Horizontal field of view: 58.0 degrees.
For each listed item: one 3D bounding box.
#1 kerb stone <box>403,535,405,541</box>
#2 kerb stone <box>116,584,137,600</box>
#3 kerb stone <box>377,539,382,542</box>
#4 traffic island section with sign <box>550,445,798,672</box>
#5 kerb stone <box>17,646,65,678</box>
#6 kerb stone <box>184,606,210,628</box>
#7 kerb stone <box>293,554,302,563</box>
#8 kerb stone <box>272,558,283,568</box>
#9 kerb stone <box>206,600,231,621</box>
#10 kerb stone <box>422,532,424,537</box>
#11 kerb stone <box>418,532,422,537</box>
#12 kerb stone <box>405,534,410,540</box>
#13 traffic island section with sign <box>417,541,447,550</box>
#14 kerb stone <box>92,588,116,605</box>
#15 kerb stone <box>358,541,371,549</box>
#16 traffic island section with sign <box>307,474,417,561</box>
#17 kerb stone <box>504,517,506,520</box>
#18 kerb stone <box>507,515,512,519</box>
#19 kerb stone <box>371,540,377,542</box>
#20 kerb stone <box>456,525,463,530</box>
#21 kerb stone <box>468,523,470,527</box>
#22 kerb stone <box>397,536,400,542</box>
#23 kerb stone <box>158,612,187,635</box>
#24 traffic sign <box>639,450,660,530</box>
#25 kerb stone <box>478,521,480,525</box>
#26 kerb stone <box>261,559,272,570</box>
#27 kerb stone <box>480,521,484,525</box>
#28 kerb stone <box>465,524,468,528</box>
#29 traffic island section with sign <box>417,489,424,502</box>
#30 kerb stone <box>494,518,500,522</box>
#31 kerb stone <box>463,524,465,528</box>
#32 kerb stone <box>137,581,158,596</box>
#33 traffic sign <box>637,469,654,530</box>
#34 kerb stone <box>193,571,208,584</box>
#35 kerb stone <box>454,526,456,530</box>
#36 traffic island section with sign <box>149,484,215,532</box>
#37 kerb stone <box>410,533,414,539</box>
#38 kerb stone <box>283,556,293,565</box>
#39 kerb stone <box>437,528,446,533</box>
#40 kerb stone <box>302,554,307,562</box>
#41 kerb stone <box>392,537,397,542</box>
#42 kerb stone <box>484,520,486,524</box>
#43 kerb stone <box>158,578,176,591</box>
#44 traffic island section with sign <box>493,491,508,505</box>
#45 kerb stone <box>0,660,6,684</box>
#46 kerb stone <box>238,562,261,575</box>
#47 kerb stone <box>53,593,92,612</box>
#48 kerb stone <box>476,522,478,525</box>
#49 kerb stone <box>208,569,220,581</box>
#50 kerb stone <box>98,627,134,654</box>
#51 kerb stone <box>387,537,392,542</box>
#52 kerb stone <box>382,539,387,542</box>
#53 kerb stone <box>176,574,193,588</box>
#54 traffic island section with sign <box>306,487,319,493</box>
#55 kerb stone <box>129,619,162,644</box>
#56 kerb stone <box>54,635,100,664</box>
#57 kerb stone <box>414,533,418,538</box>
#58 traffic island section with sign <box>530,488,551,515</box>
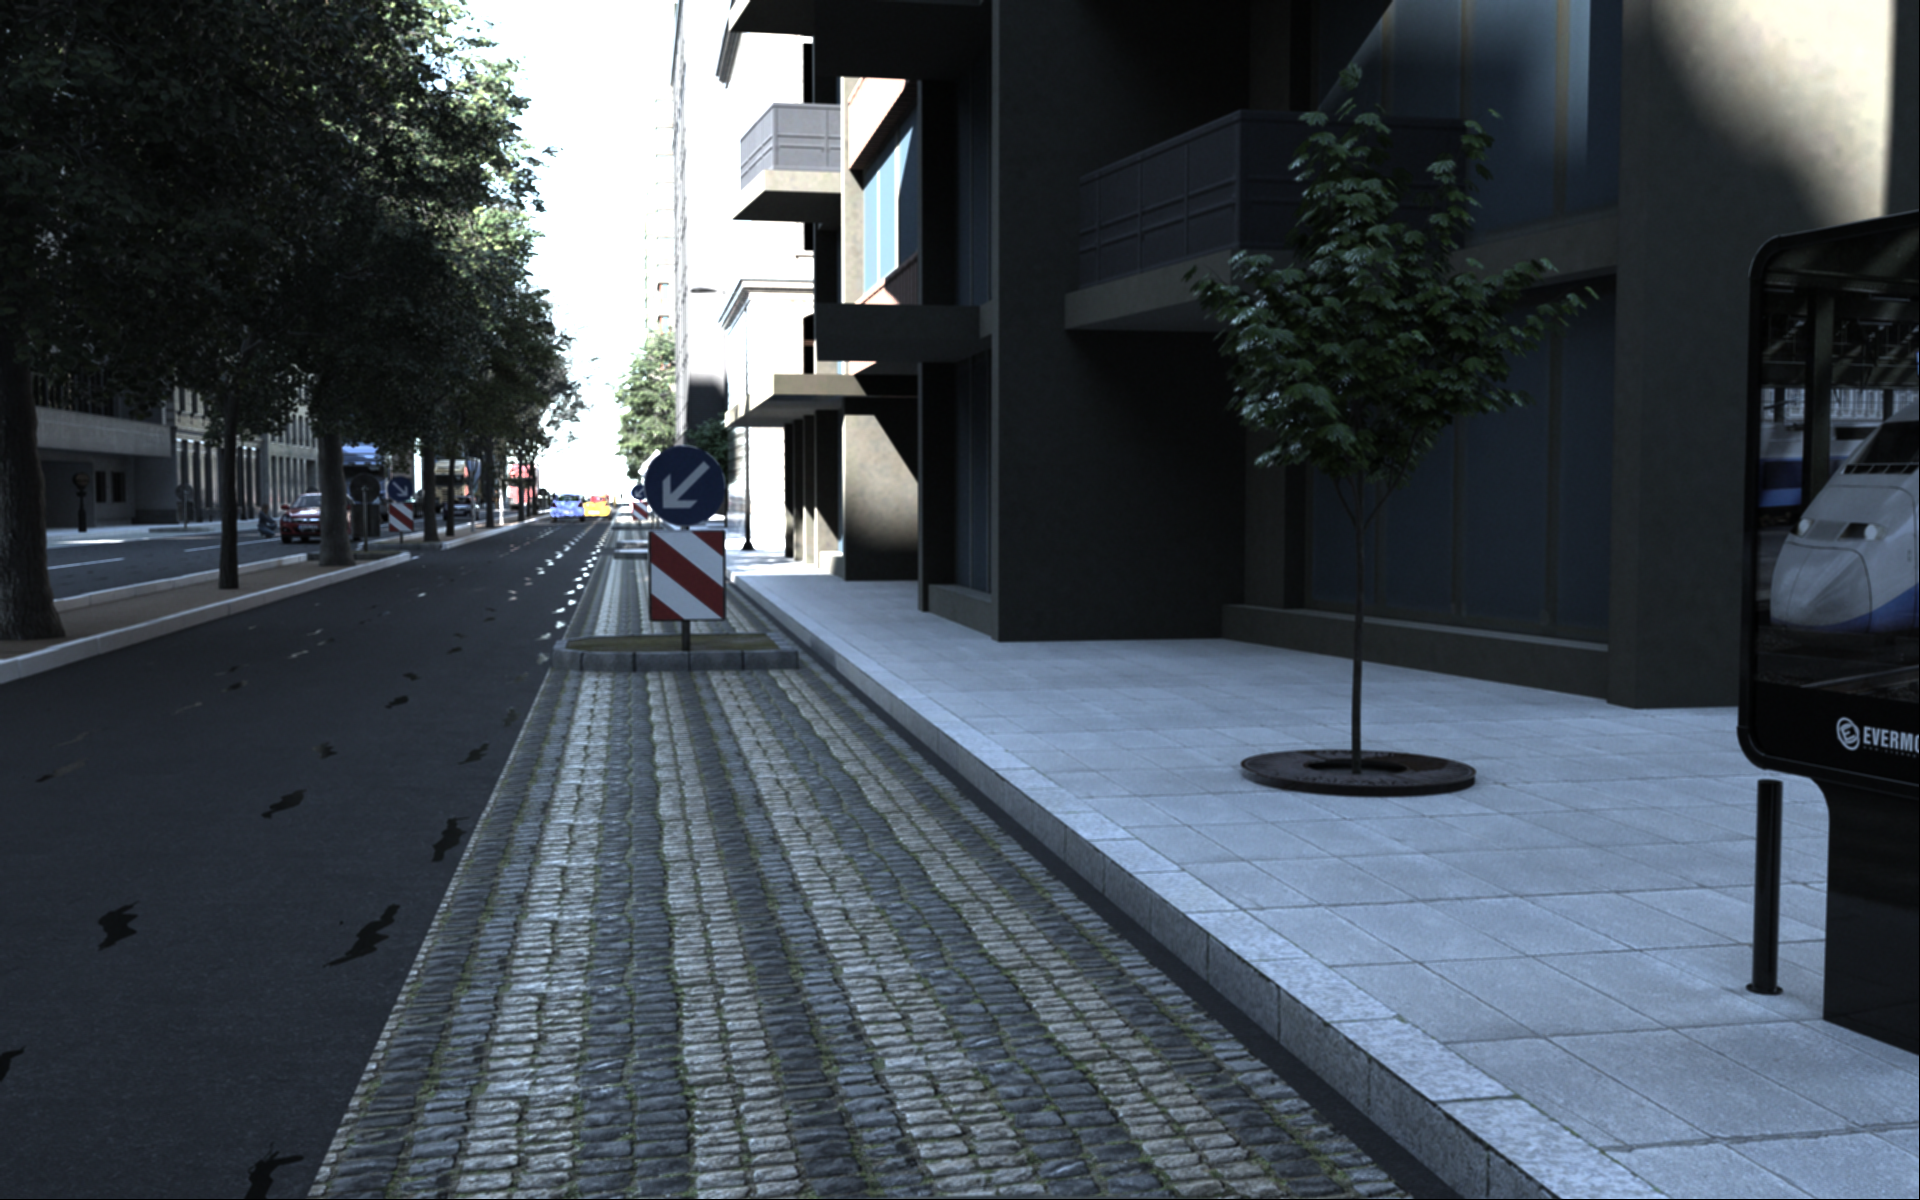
[{"bbox_3d":[-16.961,-1.844,52.339,0.120,0.150,1.000,-1,4,-11],"label":"kerb stone"},{"bbox_3d":[-11.454,-0.086,23.610,0.120,0.150,1.000,-1,4,-11],"label":"kerb stone"},{"bbox_3d":[-15.996,-1.531,47.305,0.120,0.150,1.000,-1,4,-11],"label":"kerb stone"},{"bbox_3d":[-2.476,-0.378,14.814,1.989,1.847,2.006,-1,4,-11],"label":"traffic island section with sign"},{"bbox_3d":[-7.460,0.511,13.952,0.120,0.150,1.000,-1,4,-11],"label":"kerb stone"},{"bbox_3d":[-8.428,0.197,18.976,0.120,0.150,1.000,-1,4,-11],"label":"kerb stone"},{"bbox_3d":[-13.776,-0.826,35.702,0.120,0.150,1.000,-1,4,-11],"label":"kerb stone"},{"bbox_3d":[-13.387,-0.703,33.690,0.120,0.150,1.000,-1,4,-11],"label":"kerb stone"},{"bbox_3d":[-8.624,0.135,19.993,0.120,0.150,1.000,-1,4,-11],"label":"kerb stone"},{"bbox_3d":[-17.926,-2.152,57.385,0.120,0.150,1.000,-1,4,-11],"label":"kerb stone"},{"bbox_3d":[-17.733,-2.090,56.375,0.120,0.150,1.000,-1,4,-11],"label":"kerb stone"},{"bbox_3d":[-17.152,-1.905,53.353,0.120,0.150,1.000,-1,4,-11],"label":"kerb stone"},{"bbox_3d":[-14.583,-2.282,45.440,2.006,1.907,1.989,-1,4,-11],"label":"traffic island section with sign"},{"bbox_3d":[-11.261,-0.025,22.606,0.120,0.150,1.000,-1,4,-11],"label":"kerb stone"},{"bbox_3d":[-15.612,-1.412,45.290,0.120,0.150,1.000,-1,4,-11],"label":"kerb stone"},{"bbox_3d":[-13.198,-1.836,38.163,2.006,1.907,1.989,-1,4,-11],"label":"traffic island section with sign"},{"bbox_3d":[-25.065,-4.431,94.643,0.120,0.150,1.000,-1,4,-11],"label":"kerb stone"},{"bbox_3d":[-26.033,-4.739,99.671,0.120,0.150,1.000,-1,4,-11],"label":"kerb stone"},{"bbox_3d":[-15.801,-1.465,46.298,0.120,0.150,1.000,-1,4,-11],"label":"kerb stone"},{"bbox_3d":[-20.435,-2.948,70.472,0.120,0.150,1.000,-1,4,-11],"label":"kerb stone"},{"bbox_3d":[-21.011,-3.135,73.492,0.120,0.150,1.000,-1,4,-11],"label":"kerb stone"},{"bbox_3d":[-16.769,-1.782,51.332,0.120,0.150,1.000,-1,4,-11],"label":"kerb stone"},{"bbox_3d":[-8.234,0.261,17.968,0.120,0.150,1.000,-1,4,-11],"label":"kerb stone"},{"bbox_3d":[-6.821,-2.166,39.059,0.795,2.450,0.064,-1,4,-11],"label":"traffic sign"},{"bbox_3d":[-21.984,-3.441,78.524,0.120,0.150,1.000,-1,4,-11],"label":"kerb stone"},{"bbox_3d":[-13.189,-0.641,32.671,0.120,0.150,1.000,-1,4,-11],"label":"kerb stone"},{"bbox_3d":[-22.359,-3.568,80.534,0.120,0.150,1.000,-1,4,-11],"label":"kerb stone"},{"bbox_3d":[-20.816,-3.075,72.488,0.120,0.150,1.000,-1,4,-11],"label":"kerb stone"},{"bbox_3d":[-43.756,-8.085,140.815,1.989,1.847,2.006,-1,4,-11],"label":"traffic island section with sign"},{"bbox_3d":[-24.684,-4.308,92.631,0.120,0.150,1.000,-1,4,-11],"label":"kerb stone"},{"bbox_3d":[-20.630,-3.013,71.480,0.120,0.150,1.000,-1,4,-11],"label":"kerb stone"},{"bbox_3d":[-11.643,-0.148,24.621,0.120,0.150,1.000,-1,4,-11],"label":"kerb stone"},{"bbox_3d":[-8.324,-2.646,46.902,0.795,2.450,0.064,-1,4,-11],"label":"traffic sign"},{"bbox_3d":[-12.223,-0.333,27.642,0.120,0.150,1.000,-1,4,-11],"label":"kerb stone"},{"bbox_3d":[-19.855,-2.768,67.459,0.120,0.150,1.000,-1,4,-11],"label":"kerb stone"},{"bbox_3d":[-29.284,-3.465,65.286,1.989,1.847,2.006,-1,4,-11],"label":"traffic island section with sign"},{"bbox_3d":[-17.346,-1.967,54.356,0.120,0.150,1.000,-1,4,-11],"label":"kerb stone"},{"bbox_3d":[-13.580,-0.761,34.694,0.120,0.150,1.000,-1,4,-11],"label":"kerb stone"},{"bbox_3d":[-19.283,-2.584,64.441,0.120,0.150,1.000,-1,4,-11],"label":"kerb stone"},{"bbox_3d":[-13.961,-0.888,36.711,0.120,0.150,1.000,-1,4,-11],"label":"kerb stone"},{"bbox_3d":[-16.571,-1.717,50.324,0.120,0.150,1.000,-1,4,-11],"label":"kerb stone"},{"bbox_3d":[-22.554,-3.625,81.537,0.120,0.150,1.000,-1,4,-11],"label":"kerb stone"},{"bbox_3d":[-11.838,-0.209,25.634,0.120,0.150,1.000,-1,4,-11],"label":"kerb stone"},{"bbox_3d":[-59.452,-13.095,222.731,1.989,1.847,2.006,-1,4,-11],"label":"traffic island section with sign"},{"bbox_3d":[-7.276,0.566,12.947,0.120,0.150,1.000,-1,4,-11],"label":"kerb stone"},{"bbox_3d":[-12.998,-0.579,31.663,0.120,0.150,1.000,-1,4,-11],"label":"kerb stone"},{"bbox_3d":[-11.074,0.048,21.601,0.120,0.150,1.000,-1,4,-11],"label":"kerb stone"},{"bbox_3d":[-21.782,-3.383,77.508,0.120,0.150,1.000,-1,4,-11],"label":"kerb stone"},{"bbox_3d":[-12.411,-0.395,28.647,0.120,0.150,1.000,-1,4,-11],"label":"kerb stone"},{"bbox_3d":[-7.845,0.382,15.960,0.120,0.150,1.000,-1,4,-11],"label":"kerb stone"},{"bbox_3d":[-16.378,-1.656,49.320,0.120,0.150,1.000,-1,4,-11],"label":"kerb stone"},{"bbox_3d":[-16.184,-1.597,48.309,0.120,0.150,1.000,-1,4,-11],"label":"kerb stone"},{"bbox_3d":[-12.024,-0.264,26.640,0.120,0.150,1.000,-1,4,-11],"label":"kerb stone"},{"bbox_3d":[-34.386,-5.094,91.909,1.989,1.847,2.006,-1,4,-11],"label":"traffic island section with sign"},{"bbox_3d":[-8.037,0.325,16.965,0.120,0.150,1.000,-1,4,-11],"label":"kerb stone"},{"bbox_3d":[-7.662,0.443,14.954,0.120,0.150,1.000,-1,4,-11],"label":"kerb stone"},{"bbox_3d":[-17.534,-2.026,55.367,0.120,0.150,1.000,-1,4,-11],"label":"kerb stone"},{"bbox_3d":[-28.737,-6.795,119.238,2.006,1.907,1.989,-1,4,-11],"label":"traffic island section with sign"}]
